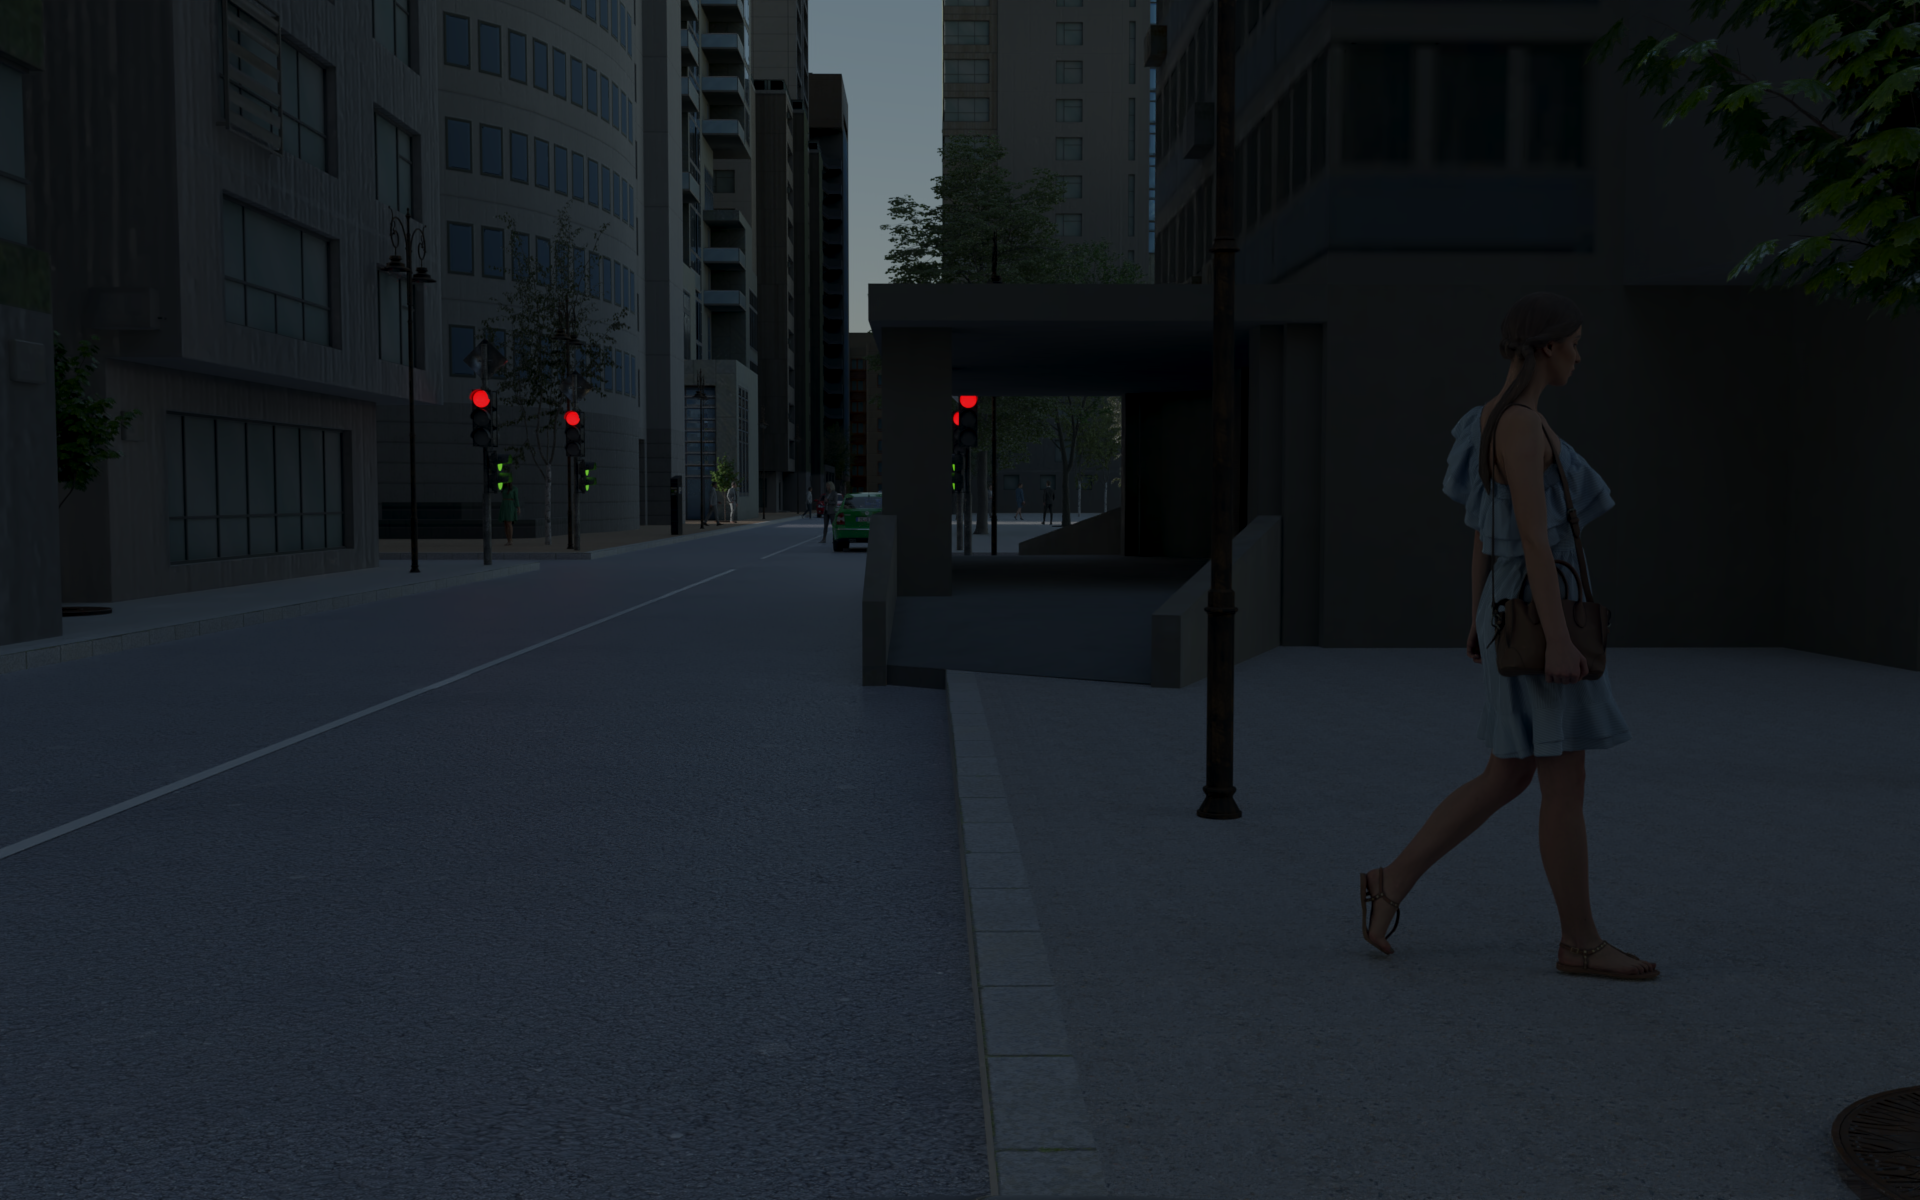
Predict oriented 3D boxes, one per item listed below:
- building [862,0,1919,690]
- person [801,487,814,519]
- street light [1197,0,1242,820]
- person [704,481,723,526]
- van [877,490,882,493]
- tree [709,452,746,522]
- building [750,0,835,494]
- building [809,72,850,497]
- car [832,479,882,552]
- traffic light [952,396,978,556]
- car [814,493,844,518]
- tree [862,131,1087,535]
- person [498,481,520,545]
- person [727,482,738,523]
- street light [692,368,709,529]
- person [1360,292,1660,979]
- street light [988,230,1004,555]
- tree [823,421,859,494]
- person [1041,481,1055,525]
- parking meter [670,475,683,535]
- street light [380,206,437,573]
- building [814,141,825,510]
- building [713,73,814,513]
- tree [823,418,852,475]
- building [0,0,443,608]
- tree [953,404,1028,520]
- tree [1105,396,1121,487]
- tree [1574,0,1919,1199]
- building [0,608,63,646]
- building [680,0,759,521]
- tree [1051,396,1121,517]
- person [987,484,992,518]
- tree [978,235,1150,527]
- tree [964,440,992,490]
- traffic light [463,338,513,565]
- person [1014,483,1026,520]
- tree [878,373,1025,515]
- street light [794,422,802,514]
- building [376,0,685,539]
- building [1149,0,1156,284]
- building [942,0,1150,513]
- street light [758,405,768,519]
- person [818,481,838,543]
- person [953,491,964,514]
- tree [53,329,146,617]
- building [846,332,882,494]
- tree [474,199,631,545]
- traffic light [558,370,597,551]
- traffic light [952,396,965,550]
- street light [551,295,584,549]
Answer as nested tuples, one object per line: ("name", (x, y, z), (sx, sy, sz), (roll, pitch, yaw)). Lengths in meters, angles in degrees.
("building", (15.249, -20.002, 18.907), (32.217, 40.220, 23.993), (0, 4, -1))
("person", (-8.641, -5.499, 98.257), (0.795, 1.843, 0.661), (0, 4, -4))
("street light", (1.034, -2.076, 6.726), (0.468, 5.910, 1.993), (0, 4, -1))
("person", (-9.940, -3.875, 69.671), (0.850, 1.792, 0.678), (-1, 4, -13))
("van", (-8.328, -11.090, 188.329), (2.013, 2.044, 4.112), (0, 4, -2))
("tree", (-10.556, -5.148, 78.763), (1.663, 3.219, 1.824), (0, 3, 0))
("building", (-21.594, -43.658, 152.062), (20.563, 71.187, 20.611), (0, 4, -1))
("building", (-19.073, -32.520, 181.806), (14.200, 45.320, 14.600), (0, 4, -1))
("car", (-2.293, -2.185, 44.528), (1.959, 1.807, 4.718), (0, 4, -1))
("traffic light", (0.125, -2.599, 31.418), (0.839, 4.253, 0.868), (0, 4, -1))
("car", (-7.816, -5.909, 105.654), (2.155, 1.783, 4.494), (0, 4, -3))
("tree", (0.664, -8.385, 55.229), (7.486, 12.596, 7.792), (0, 3, 0))
("person", (-11.239, -2.255, 43.157), (0.600, 1.795, 0.529), (0, 4, -3))
("person", (-10.044, -4.308, 76.585), (0.391, 1.810, 0.635), (0, 4, 8))
("street light", (-9.541, -5.572, 63.893), (0.468, 5.910, 1.993), (0, 4, -1))
("person", (1.467, 0.095, 4.578), (0.778, 1.811, 0.616), (1, 4, 13))
("street light", (0.607, -3.537, 30.620), (0.468, 5.910, 1.993), (0, 4, -1))
("tree", (-11.942, -13.610, 172.884), (4.737, 8.622, 4.395), (0, 3, 0))
("person", (3.673, -4.096, 72.783), (0.659, 1.850, 0.755), (-1, 4, -21))
("parking meter", (-8.869, -2.963, 54.158), (0.255, 1.863, 0.399), (1, 4, 16))
("street light", (-8.909, -3.385, 28.130), (0.468, 5.910, 1.993), (0, 4, -1))
("building", (-18.119, -22.250, 135.482), (14.160, 30.474, 14.107), (0, 4, -1))
("building", (-18.014, -21.374, 121.165), (14.160, 30.474, 14.107), (0, 4, -1))
("tree", (-12.465, -13.244, 166.906), (4.360, 8.622, 3.978), (0, 3, 0))
("building", (-16.119, -20.935, 25.890), (14.086, 41.232, 14.154), (0, 4, -1))
("tree", (0.225, -9.181, 84.514), (7.601, 10.594, 8.767), (2, 4, 26))
("tree", (8.274, -7.800, 77.889), (4.360, 8.622, 3.978), (0, 3, 0))
("tree", (2.210, -0.508, 2.901), (1.663, 3.219, 1.824), (0, 3, 0))
("building", (-15.003, -19.807, 7.438), (14.154, 41.232, 14.086), (0, 4, -1))
("building", (-22.164, -47.912, 96.039), (22.319, 86.520, 31.000), (0, 4, -1))
("tree", (6.984, -9.031, 98.016), (4.737, 8.622, 4.395), (0, 3, 0))
("person", (1.701, -5.278, 92.545), (0.606, 1.804, 0.583), (-1, 4, -21))
("tree", (4.231, -8.670, 67.514), (9.928, 11.665, 9.643), (0, 3, 0))
("tree", (0.388, -8.931, 96.387), (4.360, 8.622, 3.978), (0, 3, 0))
("traffic light", (-8.534, -2.588, 31.242), (0.839, 4.253, 0.868), (0, 4, -1))
("person", (2.904, -4.849, 85.347), (0.654, 1.822, 0.581), (-2, 4, -26))
("tree", (-0.217, -12.314, 107.993), (9.857, 13.997, 8.962), (0, 3, 0))
("street light", (-10.488, -8.514, 111.998), (0.468, 5.910, 1.993), (0, 4, -1))
("building", (-22.165, -31.642, 59.351), (21.231, 58.520, 28.212), (0, 4, -1))
("building", (10.128, -50.850, 144.074), (22.319, 86.520, 31.000), (0, 4, -1))
("building", (5.741, -26.867, 122.870), (14.154, 41.232, 14.086), (0, 4, -1))
("street light", (-10.022, -7.067, 88.334), (0.468, 5.910, 1.993), (0, 4, -1))
("person", (-3.810, -2.565, 50.624), (0.526, 1.800, 0.537), (-3, 5, -40))
("person", (-0.103, -5.725, 99.825), (0.709, 1.800, 0.728), (1, 4, 23))
("tree", (-9.710, -1.462, 18.502), (1.663, 3.219, 1.824), (0, 3, 0))
("building", (-16.433, -22.448, 212.060), (28.899, 21.520, 27.650), (0, 4, -1))
("tree", (-10.467, -5.722, 43.925), (4.360, 8.622, 3.978), (0, 3, 0))
("traffic light", (-8.682, -3.077, 39.226), (0.839, 4.253, 0.868), (0, 4, -1))
("traffic light", (-0.023, -3.088, 39.402), (0.839, 4.253, 0.868), (0, 4, -1))
("street light", (-9.097, -4.127, 40.261), (0.468, 5.910, 1.993), (0, 4, -1))
